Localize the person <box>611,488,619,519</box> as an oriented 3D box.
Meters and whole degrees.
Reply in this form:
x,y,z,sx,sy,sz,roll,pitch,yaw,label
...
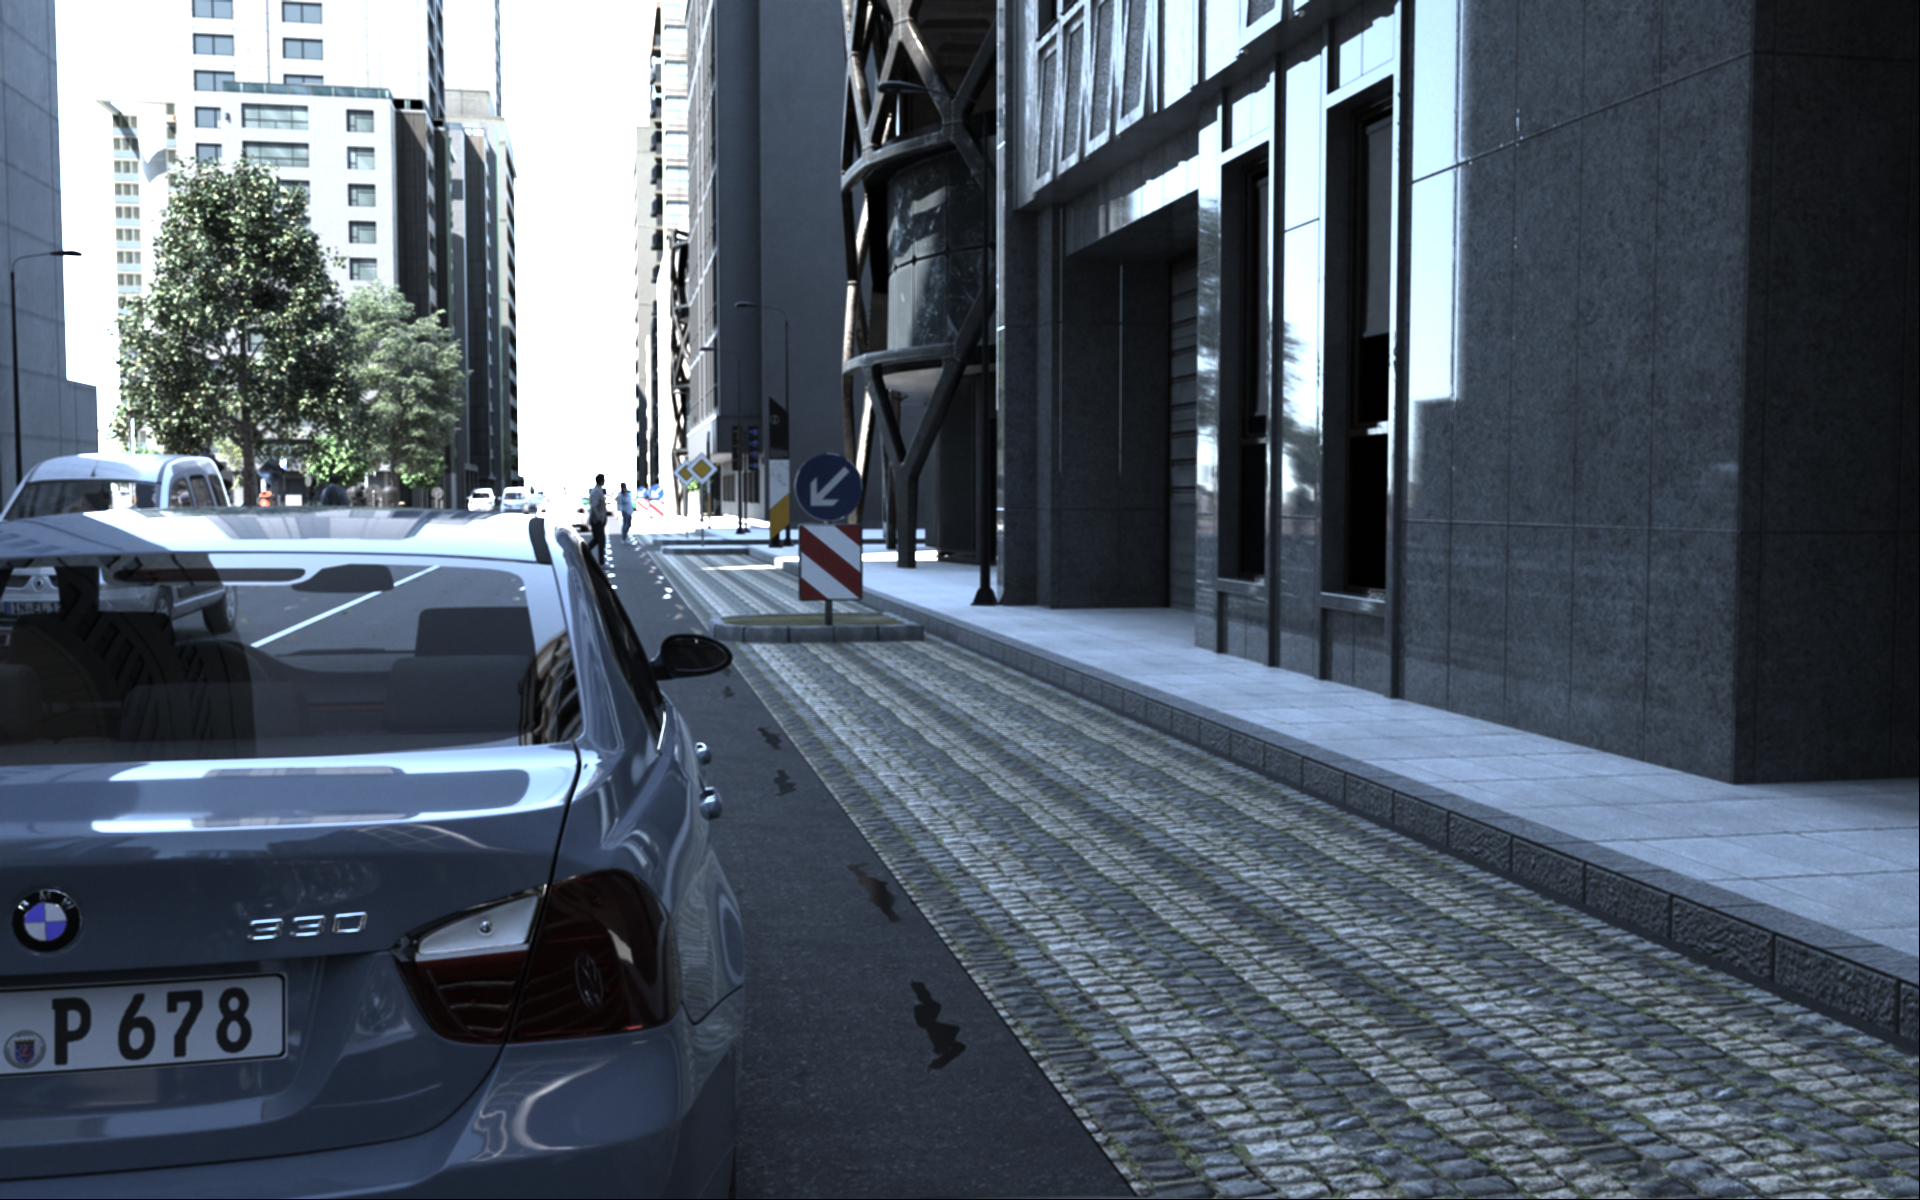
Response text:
x,y,z,sx,sy,sz,roll,pitch,yaw,label
-19.987,-5.598,100.209,0.466,1.800,0.511,-3,5,-40,person

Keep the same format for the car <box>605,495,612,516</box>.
x,y,z,sx,sy,sz,roll,pitch,yaw,label
-24.044,-6.266,114.809,2.083,1.381,4.827,-1,4,-13,car

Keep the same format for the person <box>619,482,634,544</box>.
x,y,z,sx,sy,sz,roll,pitch,yaw,label
-9.652,-2.521,49.978,0.793,1.790,0.793,-1,4,-16,person

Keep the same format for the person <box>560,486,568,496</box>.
x,y,z,sx,sy,sz,roll,pitch,yaw,label
-17.643,-4.214,77.505,0.767,1.812,0.694,-2,4,-24,person

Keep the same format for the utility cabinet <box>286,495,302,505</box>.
x,y,z,sx,sy,sz,roll,pitch,yaw,label
-43.444,-6.220,112.857,1.020,1.237,0.306,-2,4,-32,utility cabinet

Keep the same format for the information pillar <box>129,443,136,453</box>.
x,y,z,sx,sy,sz,roll,pitch,yaw,label
-37.095,-5.283,77.726,0.504,3.616,0.183,3,5,41,information pillar

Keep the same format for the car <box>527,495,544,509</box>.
x,y,z,sx,sy,sz,roll,pitch,yaw,label
-35.886,-8.174,146.002,2.083,1.381,4.827,-1,4,-13,car

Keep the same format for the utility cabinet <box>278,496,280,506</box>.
x,y,z,sx,sy,sz,roll,pitch,yaw,label
-36.537,-4.944,91.999,0.306,1.237,1.020,1,4,15,utility cabinet

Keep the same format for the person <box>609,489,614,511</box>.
x,y,z,sx,sy,sz,roll,pitch,yaw,label
-28.721,-8.226,142.981,0.705,1.826,1.348,-2,4,-28,person

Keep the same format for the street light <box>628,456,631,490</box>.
x,y,z,sx,sy,sz,roll,pitch,yaw,label
-36.986,-13.828,198.631,1.470,5.913,1.316,-1,4,-12,street light

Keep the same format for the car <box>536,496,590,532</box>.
x,y,z,sx,sy,sz,roll,pitch,yaw,label
-15.249,-3.320,66.636,2.083,1.381,4.827,-1,4,-11,car

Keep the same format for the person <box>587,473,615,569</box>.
x,y,z,sx,sy,sz,roll,pitch,yaw,label
-7.045,-1.525,33.286,0.795,1.843,0.661,-1,4,-9,person

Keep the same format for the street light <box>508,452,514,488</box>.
x,y,z,sx,sy,sz,roll,pitch,yaw,label
-49.770,-13.330,190.487,1.470,5.913,1.316,-1,4,-12,street light

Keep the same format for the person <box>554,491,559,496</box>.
x,y,z,sx,sy,sz,roll,pitch,yaw,label
-48.272,-12.123,207.258,0.990,1.755,0.434,1,4,21,person

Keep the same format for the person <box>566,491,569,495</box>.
x,y,z,sx,sy,sz,roll,pitch,yaw,label
-36.102,-9.116,158.351,0.742,1.727,0.445,0,4,2,person

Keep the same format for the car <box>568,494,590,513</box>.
x,y,z,sx,sy,sz,roll,pitch,yaw,label
-21.239,-5.193,96.704,2.131,1.459,4.920,-1,4,-11,car

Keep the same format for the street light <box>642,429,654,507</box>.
x,y,z,sx,sy,sz,roll,pitch,yaw,label
-22.934,-9.654,130.391,1.470,5.913,1.316,-1,4,-12,street light

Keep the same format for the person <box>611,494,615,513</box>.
x,y,z,sx,sy,sz,roll,pitch,yaw,label
-26.360,-7.367,132.166,0.599,1.433,0.991,1,4,14,person

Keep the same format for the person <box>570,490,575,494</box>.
x,y,z,sx,sy,sz,roll,pitch,yaw,label
-34.653,-8.959,154.997,1.348,1.821,0.705,0,4,0,person

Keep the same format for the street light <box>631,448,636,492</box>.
x,y,z,sx,sy,sz,roll,pitch,yaw,label
-32.251,-12.395,175.205,1.470,5.913,1.316,-1,4,-12,street light

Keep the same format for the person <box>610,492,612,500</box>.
x,y,z,sx,sy,sz,roll,pitch,yaw,label
-35.681,-10.303,177.629,0.621,1.740,0.551,1,4,13,person

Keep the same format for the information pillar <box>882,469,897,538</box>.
x,y,z,sx,sy,sz,roll,pitch,yaw,label
-2.048,-2.807,50.385,0.304,2.012,0.304,2,4,28,information pillar

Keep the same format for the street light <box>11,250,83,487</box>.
x,y,z,sx,sy,sz,roll,pitch,yaw,label
-17.386,-3.698,33.006,1.470,5.913,1.316,-1,4,-12,street light

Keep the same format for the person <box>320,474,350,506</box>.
x,y,z,sx,sy,sz,roll,pitch,yaw,label
-12.140,-1.535,33.694,0.679,1.850,0.850,1,4,17,person

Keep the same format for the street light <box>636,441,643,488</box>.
x,y,z,sx,sy,sz,roll,pitch,yaw,label
-27.534,-11.026,152.810,1.470,5.913,1.316,-1,4,-12,street light

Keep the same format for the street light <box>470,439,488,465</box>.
x,y,z,sx,sy,sz,roll,pitch,yaw,label
-40.563,-10.577,145.468,1.470,5.913,1.316,-1,4,-12,street light

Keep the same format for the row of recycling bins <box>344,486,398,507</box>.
x,y,z,sx,sy,sz,roll,pitch,yaw,label
-30.616,-5.007,88.977,3.534,1.692,1.069,0,4,3,row of recycling bins

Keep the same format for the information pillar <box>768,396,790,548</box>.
x,y,z,sx,sy,sz,roll,pitch,yaw,label
-4.340,-3.065,41.467,0.504,3.616,0.183,0,4,-1,information pillar

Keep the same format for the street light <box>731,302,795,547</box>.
x,y,z,sx,sy,sz,roll,pitch,yaw,label
-4.751,-4.261,42.205,1.470,5.913,1.316,-1,4,-12,street light

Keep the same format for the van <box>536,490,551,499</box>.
x,y,z,sx,sy,sz,roll,pitch,yaw,label
-45.210,-11.055,187.765,2.013,2.044,4.112,-1,4,-11,van

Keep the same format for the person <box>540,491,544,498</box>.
x,y,z,sx,sy,sz,roll,pitch,yaw,label
-38.244,-9.098,157.971,0.721,1.743,1.217,-3,5,-42,person

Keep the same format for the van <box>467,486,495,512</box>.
x,y,z,sx,sy,sz,roll,pitch,yaw,label
-34.997,-7.321,126.712,2.013,2.044,4.112,-1,4,-12,van

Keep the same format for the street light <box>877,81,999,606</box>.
x,y,z,sx,sy,sz,roll,pitch,yaw,label
-0.240,-2.888,19.768,1.470,5.913,1.316,-1,4,-12,street light

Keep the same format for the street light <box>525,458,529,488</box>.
x,y,z,sx,sy,sz,roll,pitch,yaw,label
-57.128,-15.496,225.897,1.470,5.913,1.316,-1,4,-12,street light

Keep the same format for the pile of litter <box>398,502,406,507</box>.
x,y,z,sx,sy,sz,roll,pitch,yaw,label
-31.559,-5.101,97.364,1.719,0.858,1.176,2,4,30,pile of litter

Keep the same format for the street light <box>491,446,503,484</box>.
x,y,z,sx,sy,sz,roll,pitch,yaw,label
-45.192,-11.947,167.881,1.470,5.913,1.316,-1,4,-12,street light

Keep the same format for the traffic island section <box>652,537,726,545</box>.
x,y,z,sx,sy,sz,roll,pitch,yaw,label
-7.836,-1.686,49.849,2.009,0.180,2.903,-1,4,-12,traffic island section

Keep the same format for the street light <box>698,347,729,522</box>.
x,y,z,sx,sy,sz,roll,pitch,yaw,label
-7.537,-5.040,54.945,1.470,5.913,1.316,-1,4,-12,street light

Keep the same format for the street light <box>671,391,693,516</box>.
x,y,z,sx,sy,sz,roll,pitch,yaw,label
-12.299,-6.487,78.608,1.470,5.913,1.316,-1,4,-12,street light

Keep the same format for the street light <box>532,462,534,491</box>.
x,y,z,sx,sy,sz,roll,pitch,yaw,label
-61.774,-16.883,248.579,1.470,5.913,1.316,-1,4,-12,street light

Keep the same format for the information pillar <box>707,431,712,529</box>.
x,y,z,sx,sy,sz,roll,pitch,yaw,label
-9.346,-4.469,64.427,0.183,3.616,0.504,0,4,-4,information pillar

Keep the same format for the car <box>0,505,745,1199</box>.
x,y,z,sx,sy,sz,roll,pitch,yaw,label
-1.521,0.479,4.176,2.014,1.417,4.499,-1,4,-12,car

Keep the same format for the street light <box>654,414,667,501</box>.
x,y,z,sx,sy,sz,roll,pitch,yaw,label
-16.929,-7.859,101.041,1.470,5.913,1.316,-1,4,-12,street light

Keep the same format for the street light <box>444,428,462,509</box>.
x,y,z,sx,sy,sz,roll,pitch,yaw,label
-35.860,-9.165,122.391,1.470,5.913,1.316,-1,4,-12,street light

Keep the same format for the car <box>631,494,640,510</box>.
x,y,z,sx,sy,sz,roll,pitch,yaw,label
-26.119,-7.886,137.736,1.959,1.807,4.718,-1,4,-12,car

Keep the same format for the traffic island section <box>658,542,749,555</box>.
x,y,z,sx,sy,sz,roll,pitch,yaw,label
-6.224,-1.208,42.028,2.009,0.180,2.903,-1,4,-12,traffic island section

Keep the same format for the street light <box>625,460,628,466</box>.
x,y,z,sx,sy,sz,roll,pitch,yaw,label
-39.892,-14.627,211.689,1.470,5.913,1.316,-1,4,-12,street light

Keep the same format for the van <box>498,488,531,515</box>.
x,y,z,sx,sy,sz,roll,pitch,yaw,label
-28.578,-6.374,111.222,2.013,2.044,4.112,-1,4,-12,van

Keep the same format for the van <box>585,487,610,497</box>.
x,y,z,sx,sy,sz,roll,pitch,yaw,label
-33.086,-9.401,158.083,2.240,2.365,5.245,-1,4,-12,van

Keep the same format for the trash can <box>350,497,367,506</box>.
x,y,z,sx,sy,sz,roll,pitch,yaw,label
-26.944,-4.039,77.690,0.748,1.137,0.748,0,3,0,trash can

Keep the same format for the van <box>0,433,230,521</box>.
x,y,z,sx,sy,sz,roll,pitch,yaw,label
-8.190,-0.590,16.654,2.013,2.044,4.112,-1,4,-10,van
